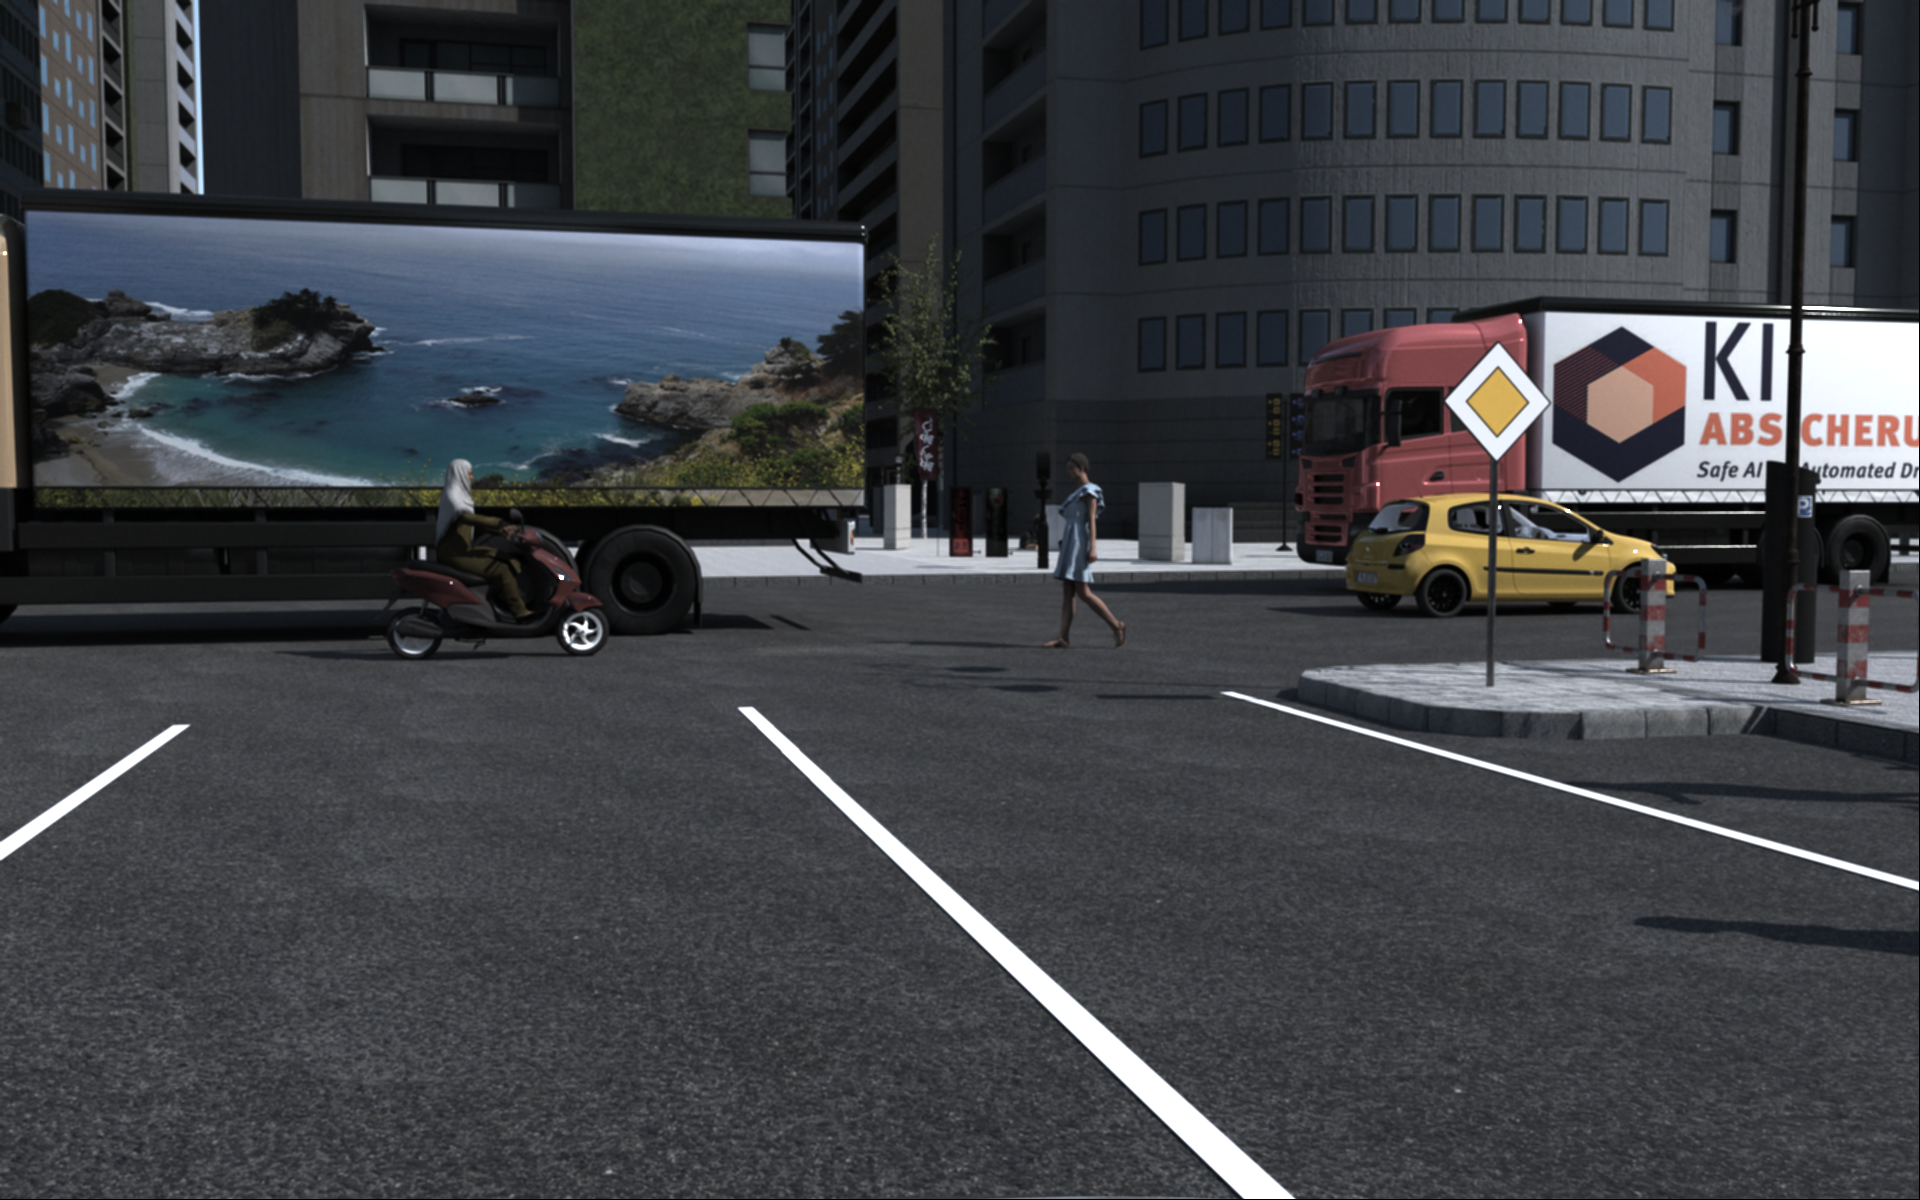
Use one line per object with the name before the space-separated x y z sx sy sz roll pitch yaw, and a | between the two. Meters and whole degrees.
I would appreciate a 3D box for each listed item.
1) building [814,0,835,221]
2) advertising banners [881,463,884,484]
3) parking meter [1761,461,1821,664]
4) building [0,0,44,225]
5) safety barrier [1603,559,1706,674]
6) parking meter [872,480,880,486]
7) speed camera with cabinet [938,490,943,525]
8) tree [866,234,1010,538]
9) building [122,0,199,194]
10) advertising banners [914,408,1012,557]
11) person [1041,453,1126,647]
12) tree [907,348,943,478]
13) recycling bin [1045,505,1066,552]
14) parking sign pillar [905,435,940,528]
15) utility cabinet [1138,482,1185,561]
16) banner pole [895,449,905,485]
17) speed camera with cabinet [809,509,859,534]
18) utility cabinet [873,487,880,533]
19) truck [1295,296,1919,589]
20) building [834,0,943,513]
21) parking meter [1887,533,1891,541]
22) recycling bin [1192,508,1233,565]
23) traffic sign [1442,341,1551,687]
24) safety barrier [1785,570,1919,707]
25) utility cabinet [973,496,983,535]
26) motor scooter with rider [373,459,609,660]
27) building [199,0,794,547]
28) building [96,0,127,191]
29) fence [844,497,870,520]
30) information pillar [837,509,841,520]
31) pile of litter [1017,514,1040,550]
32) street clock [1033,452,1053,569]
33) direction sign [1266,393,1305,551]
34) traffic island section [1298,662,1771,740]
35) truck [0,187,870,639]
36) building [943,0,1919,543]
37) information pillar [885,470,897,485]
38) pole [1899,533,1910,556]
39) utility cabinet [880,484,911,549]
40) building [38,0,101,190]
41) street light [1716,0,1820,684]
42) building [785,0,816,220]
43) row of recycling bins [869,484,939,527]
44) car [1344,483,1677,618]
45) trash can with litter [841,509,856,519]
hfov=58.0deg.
building | -2.887 -29.396 130.739 14.600 45.320 14.200 -1 4 -14
advertising banners | -4.657 -6.304 99.253 0.090 3.025 2.074 -1 4 -19
parking meter | 6.339 -0.294 13.222 0.372 1.533 0.369 0 3 0
building | -40.586 -21.736 47.266 23.993 40.220 32.217 -1 4 -14
safety barrier | 4.959 0.114 12.403 0.300 0.817 1.120 -1 4 -14
parking meter | -3.436 -3.975 70.706 0.255 1.863 0.399 1 4 16
speed camera with cabinet | -1.263 -4.848 73.595 0.660 3.252 2.038 -3 4 -36
tree | -0.895 -6.102 50.123 4.737 8.622 4.395 0 3 0
building | -73.022 -35.952 129.815 28.212 58.520 21.231 -1 4 -14
advertising banners | 0.049 -2.393 35.307 2.074 3.025 0.090 1 4 15
person | 1.146 -0.461 16.127 0.778 1.811 0.616 0 4 -1
tree | -0.567 -8.108 82.936 4.360 8.622 3.978 0 3 0
recycling bin | 2.304 -1.610 38.874 0.722 1.027 0.722 2 4 24
parking sign pillar | -1.499 -4.757 66.245 1.447 3.967 1.447 -3 5 -45
utility cabinet | 3.883 -1.506 33.298 0.318 1.500 1.173 -2 4 -26
banner pole | -3.283 -6.514 96.522 0.863 3.779 0.401 -2 4 -31
speed camera with cabinet | -4.065 -3.741 55.493 2.038 3.252 0.660 2 4 35
utility cabinet | -2.428 -2.907 56.201 0.318 1.500 1.173 1 4 23
truck | 10.083 -2.286 26.293 11.283 4.237 2.839 -1 4 -15
building | 4.168 -29.981 113.891 21.300 48.544 21.600 -1 4 -14
parking meter | 21.645 -2.132 40.573 0.255 1.863 0.399 1 4 16
recycling bin | 4.633 -1.176 31.789 0.722 1.027 0.722 1 4 9
traffic sign | 3.531 -0.479 11.482 0.795 2.450 0.064 -1 4 -14
safety barrier | 5.437 0.228 10.547 0.300 0.817 1.120 -1 4 -14
utility cabinet | 0.270 -2.643 54.380 0.306 1.237 1.020 -3 5 -40
motor scooter with rider | -4.072 -0.374 15.073 1.986 1.779 0.876 -1 4 -15
building | -12.449 -22.189 46.381 14.086 41.232 14.154 -1 4 -14
building | -62.925 -41.079 109.886 20.563 71.187 20.611 -1 4 -14
fence | -4.723 -4.278 81.144 2.264 1.192 0.480 -3 5 -43
information pillar | -4.638 -4.470 64.438 0.504 3.616 0.183 1 4 11
pile of litter | 2.093 -1.615 40.365 1.719 0.858 1.176 -1 4 -17
street clock | 1.432 -1.542 29.778 0.358 2.002 0.471 0 4 2
direction sign | 7.323 -2.874 38.992 0.876 3.537 0.379 0 4 3
traffic island section | 3.552 0.655 11.565 2.009 0.180 2.903 -1 4 -14
truck | -6.676 -1.754 17.594 11.283 4.237 2.839 -1 4 -15
building | 15.169 -31.405 55.477 28.212 58.520 21.231 -1 4 -14
information pillar | -2.107 -2.981 53.237 0.304 2.012 0.304 -1 4 -16
pole | 19.691 -2.580 36.027 0.158 3.312 0.155 0 3 0
utility cabinet | -1.462 -1.928 40.197 0.318 1.500 1.173 1 4 16
building | -56.110 -27.179 94.486 14.600 45.320 14.200 -1 4 -14
street light | 5.604 -2.372 11.573 0.468 5.910 1.993 -1 4 -14
building | -5.448 -43.363 147.229 20.563 71.187 20.611 -1 4 -14
row of recycling bins | -2.148 -3.767 68.709 1.069 1.692 3.534 3 5 42
car | 6.736 -0.666 21.105 3.980 1.641 2.015 -1 4 -14
trash can with litter | -5.775 -4.920 91.825 0.624 1.170 1.055 2 4 32
